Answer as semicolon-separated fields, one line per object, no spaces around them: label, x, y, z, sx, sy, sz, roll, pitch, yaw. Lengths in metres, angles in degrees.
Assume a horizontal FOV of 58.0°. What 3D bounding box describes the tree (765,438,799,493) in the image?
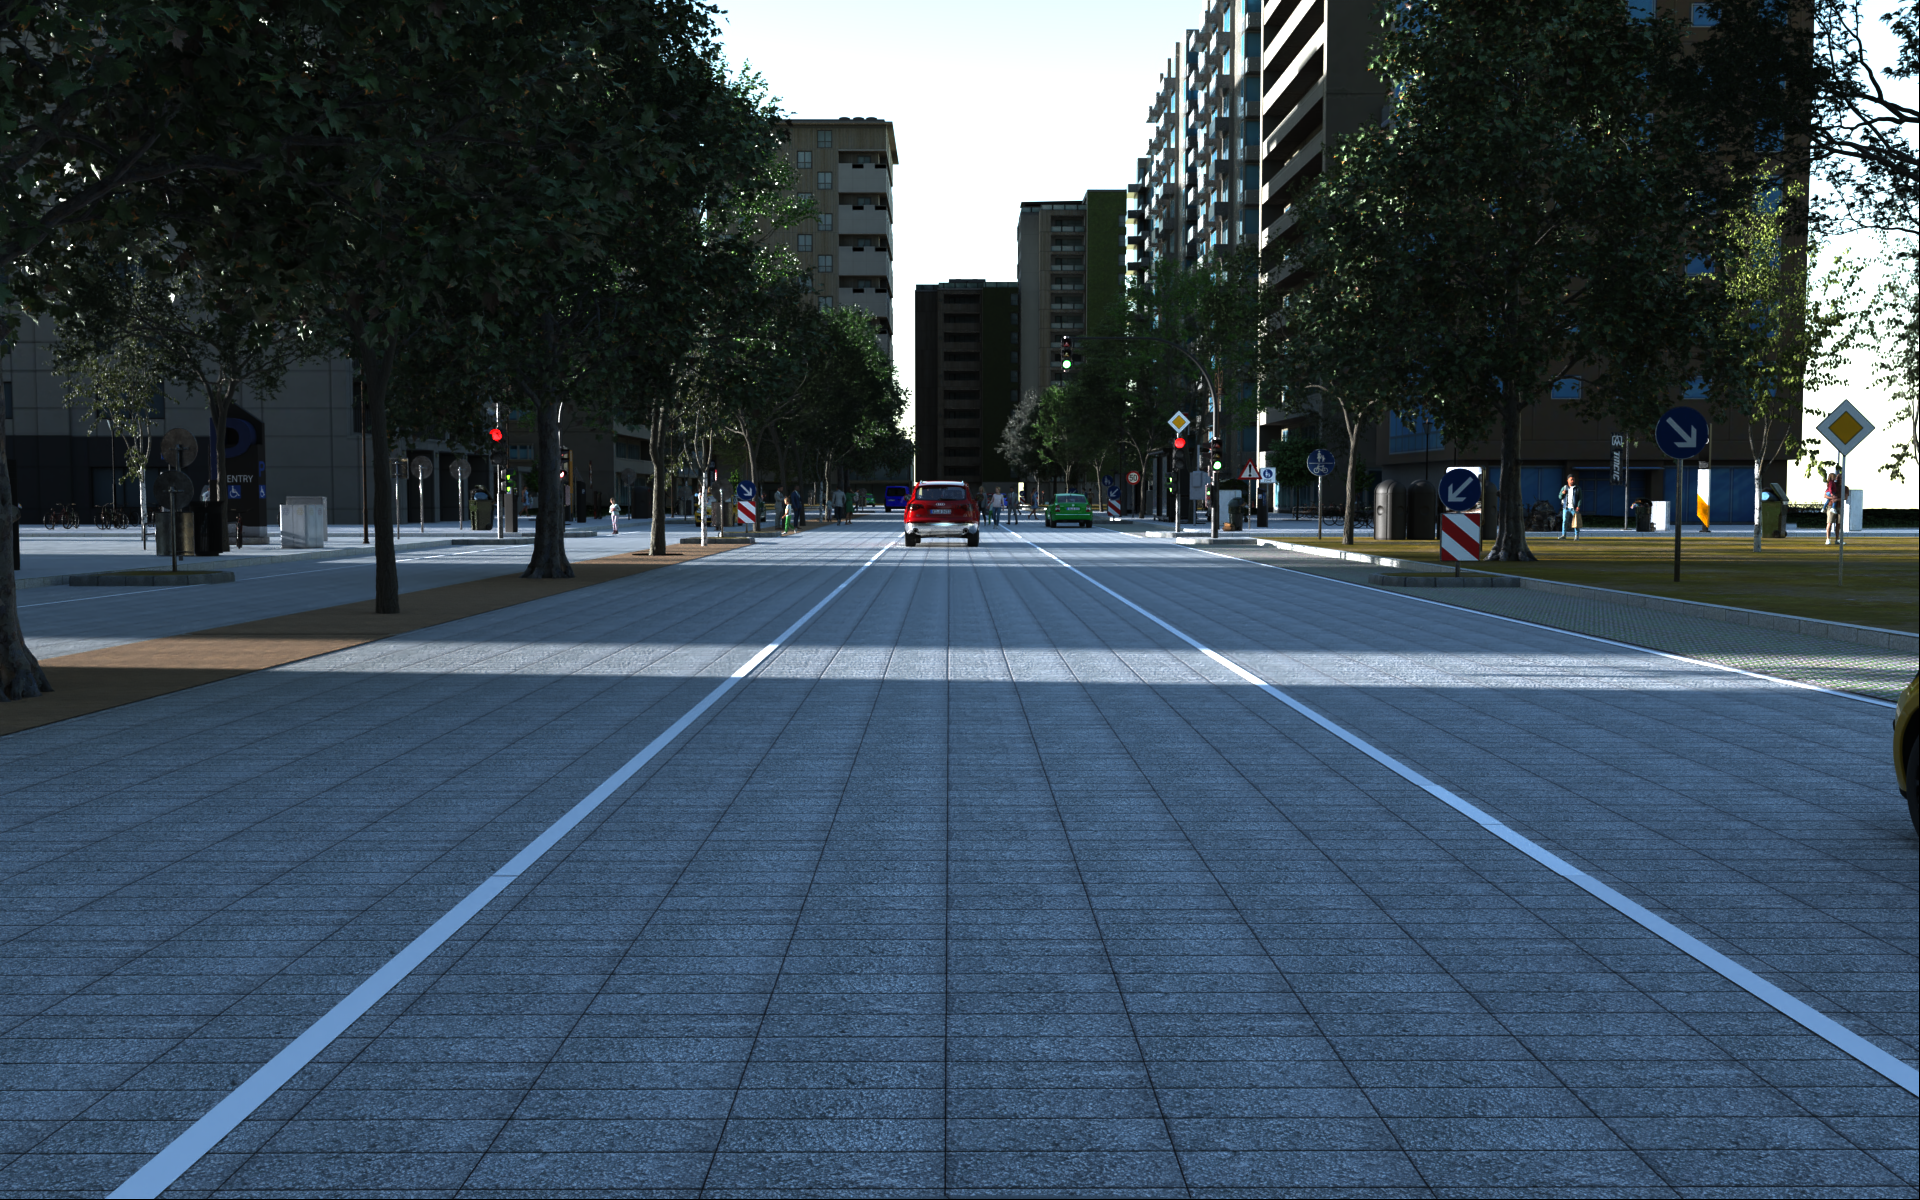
tree;-16.338;-16.070;180.878;7.486;12.596;7.792;0;3;0

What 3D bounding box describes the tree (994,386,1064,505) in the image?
tree;8.918;-17.584;197.873;12.009;13.543;11.850;0;3;0

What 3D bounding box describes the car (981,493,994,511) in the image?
car;2.632;-8.616;149.905;2.155;1.783;4.494;0;4;1

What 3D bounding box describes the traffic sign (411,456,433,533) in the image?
traffic sign;-17.928;-3.521;57.680;0.768;2.556;0.104;1;4;8

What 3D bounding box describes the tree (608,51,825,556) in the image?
tree;-6.924;-6.828;39.850;9.928;11.665;9.643;0;3;0

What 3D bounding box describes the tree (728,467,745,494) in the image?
tree;-16.149;-7.939;124.407;1.663;3.219;1.824;0;3;0

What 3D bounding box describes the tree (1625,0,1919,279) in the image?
tree;10.150;-5.036;16.754;7.601;10.594;8.767;-2;4;-32

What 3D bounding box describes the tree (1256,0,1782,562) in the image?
tree;10.507;-7.098;33.068;9.611;12.733;9.660;0;3;0

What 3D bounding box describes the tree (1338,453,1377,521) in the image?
tree;18.813;-5.308;81.379;1.663;3.219;1.824;0;3;0

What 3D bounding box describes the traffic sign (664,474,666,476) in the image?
traffic sign;-18.670;-6.635;108.580;0.768;2.556;0.104;0;4;8

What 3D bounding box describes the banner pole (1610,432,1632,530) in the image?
banner pole;23.518;-4.381;61.647;0.863;3.779;0.401;0;4;-1

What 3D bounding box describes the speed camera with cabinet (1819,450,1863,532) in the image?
speed camera with cabinet;30.262;-3.983;59.458;2.038;3.252;0.660;-3;4;-38

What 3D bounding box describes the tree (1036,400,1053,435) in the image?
tree;9.956;-11.615;124.312;8.767;10.594;7.601;-3;5;-43

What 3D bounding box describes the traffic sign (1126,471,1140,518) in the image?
traffic sign;9.444;-5.771;94.458;0.768;2.556;0.104;0;4;6

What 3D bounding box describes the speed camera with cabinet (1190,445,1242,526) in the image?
speed camera with cabinet;10.241;-4.589;69.366;2.038;3.252;0.660;2;4;34

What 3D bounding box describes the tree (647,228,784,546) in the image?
tree;-7.021;-5.788;47.453;4.360;8.622;3.978;0;3;0

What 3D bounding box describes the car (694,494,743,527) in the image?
car;-10.750;-4.102;77.297;2.015;1.641;3.980;0;4;1

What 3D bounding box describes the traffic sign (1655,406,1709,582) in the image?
traffic sign;10.502;-1.540;25.293;0.768;2.556;0.104;0;4;2

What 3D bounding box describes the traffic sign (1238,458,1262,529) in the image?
traffic sign;10.518;-3.844;62.859;0.884;2.594;0.081;0;4;5

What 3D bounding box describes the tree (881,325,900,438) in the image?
tree;-6.983;-10.061;92.713;9.928;11.665;9.643;0;3;0

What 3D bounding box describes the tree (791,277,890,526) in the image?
tree;-7.057;-7.556;60.403;8.767;10.594;7.601;0;4;0

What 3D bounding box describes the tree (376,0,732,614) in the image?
tree;-6.823;-5.130;20.738;8.767;10.594;7.601;0;4;0

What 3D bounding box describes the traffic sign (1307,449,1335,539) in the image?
traffic sign;10.174;-2.984;48.894;0.768;2.556;0.104;0;4;8

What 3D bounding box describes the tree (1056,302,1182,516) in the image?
tree;9.582;-11.304;102.948;7.486;12.596;7.792;0;3;0

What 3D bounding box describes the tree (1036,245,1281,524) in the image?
tree;9.878;-9.054;73.793;9.928;11.665;9.643;0;3;0

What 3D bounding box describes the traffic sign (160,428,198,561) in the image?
traffic sign;-15.022;-2.031;33.314;0.768;2.556;0.104;0;4;8

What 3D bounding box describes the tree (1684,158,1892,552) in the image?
tree;17.699;-5.358;37.971;4.737;8.622;4.395;0;3;0

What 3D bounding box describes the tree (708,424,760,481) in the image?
tree;-17.018;-11.194;133.377;4.737;8.622;4.395;0;3;0

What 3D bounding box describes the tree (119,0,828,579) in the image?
tree;-7.014;-6.722;29.362;9.611;12.733;9.660;0;3;0

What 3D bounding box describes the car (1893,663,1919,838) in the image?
car;4.667;0.289;5.506;2.015;1.641;3.980;0;4;-1

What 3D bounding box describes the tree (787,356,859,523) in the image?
tree;-6.887;-8.120;85.575;4.360;8.622;3.978;0;3;0

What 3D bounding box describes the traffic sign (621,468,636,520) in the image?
traffic sign;-16.295;-5.204;85.197;0.768;2.556;0.104;0;4;1

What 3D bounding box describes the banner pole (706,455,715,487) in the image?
banner pole;-16.082;-7.423;111.378;0.863;3.779;0.401;-3;4;-37

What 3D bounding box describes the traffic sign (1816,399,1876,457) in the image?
traffic sign;12.289;-1.487;24.044;0.795;2.593;0.064;0;4;5

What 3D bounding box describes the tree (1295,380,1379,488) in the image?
tree;17.130;-7.727;76.706;4.360;8.622;3.978;0;3;0

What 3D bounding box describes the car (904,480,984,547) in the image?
car;-0.472;-2.456;48.831;2.281;1.827;5.304;0;4;1

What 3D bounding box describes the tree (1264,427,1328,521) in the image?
tree;16.397;-6.159;84.412;4.285;4.588;4.351;0;3;0

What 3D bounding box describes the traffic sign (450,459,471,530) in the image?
traffic sign;-17.957;-3.802;62.274;0.768;2.556;0.104;0;4;1

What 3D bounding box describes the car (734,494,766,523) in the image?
car;-10.915;-4.667;88.108;2.131;1.459;4.920;0;4;-1

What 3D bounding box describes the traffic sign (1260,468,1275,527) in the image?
traffic sign;11.818;-3.941;66.558;0.606;2.300;0.079;0;4;6

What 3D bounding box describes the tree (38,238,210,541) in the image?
tree;-22.627;-5.926;47.245;4.360;8.622;3.978;0;3;0

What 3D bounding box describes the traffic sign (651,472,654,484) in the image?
traffic sign;-16.494;-5.768;94.411;0.768;2.556;0.104;0;4;4

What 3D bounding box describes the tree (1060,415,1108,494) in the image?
tree;10.054;-11.703;141.708;4.360;8.622;3.978;0;3;0

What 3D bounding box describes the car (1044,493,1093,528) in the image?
car;4.677;-4.039;74.836;1.959;1.807;4.718;0;4;-2

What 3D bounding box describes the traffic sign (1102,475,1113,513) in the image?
traffic sign;9.811;-7.041;115.223;0.768;2.556;0.104;0;4;7

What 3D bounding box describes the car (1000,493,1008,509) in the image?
car;3.986;-9.865;170.885;1.945;1.707;3.694;0;4;1

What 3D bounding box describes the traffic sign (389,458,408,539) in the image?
traffic sign;-15.852;-2.857;48.836;0.606;2.300;0.079;0;4;6

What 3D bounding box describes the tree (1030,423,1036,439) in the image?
tree;9.526;-13.799;151.374;9.928;11.665;9.643;0;3;0

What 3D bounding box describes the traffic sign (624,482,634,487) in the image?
traffic sign;-18.515;-5.797;96.914;0.606;2.300;0.079;0;4;4

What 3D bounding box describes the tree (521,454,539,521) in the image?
tree;-20.619;-5.485;84.275;1.663;3.219;1.824;0;3;0

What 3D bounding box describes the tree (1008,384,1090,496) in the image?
tree;9.906;-16.089;180.070;9.611;12.733;9.660;0;3;0

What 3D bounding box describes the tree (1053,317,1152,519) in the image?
tree;9.478;-9.527;90.177;8.767;10.594;7.601;0;4;5

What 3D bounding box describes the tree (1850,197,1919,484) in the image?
tree;22.890;-5.519;40.605;4.360;8.622;3.978;0;3;0

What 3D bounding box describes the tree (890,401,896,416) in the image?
tree;-7.018;-8.128;69.769;8.767;10.594;7.601;0;4;0

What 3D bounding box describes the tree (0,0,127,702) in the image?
tree;-6.916;-5.659;11.982;9.611;12.733;9.660;0;3;0

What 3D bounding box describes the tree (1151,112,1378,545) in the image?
tree;9.759;-6.666;43.404;8.767;10.594;7.601;1;4;14

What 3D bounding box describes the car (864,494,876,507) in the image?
car;-10.443;-11.353;194.410;1.959;1.807;4.718;0;4;-2

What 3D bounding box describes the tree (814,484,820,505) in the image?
tree;-17.371;-18.241;208.610;12.009;13.543;11.850;0;3;0

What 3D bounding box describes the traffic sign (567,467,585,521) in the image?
traffic sign;-18.280;-5.036;82.340;0.884;2.594;0.081;0;4;5
